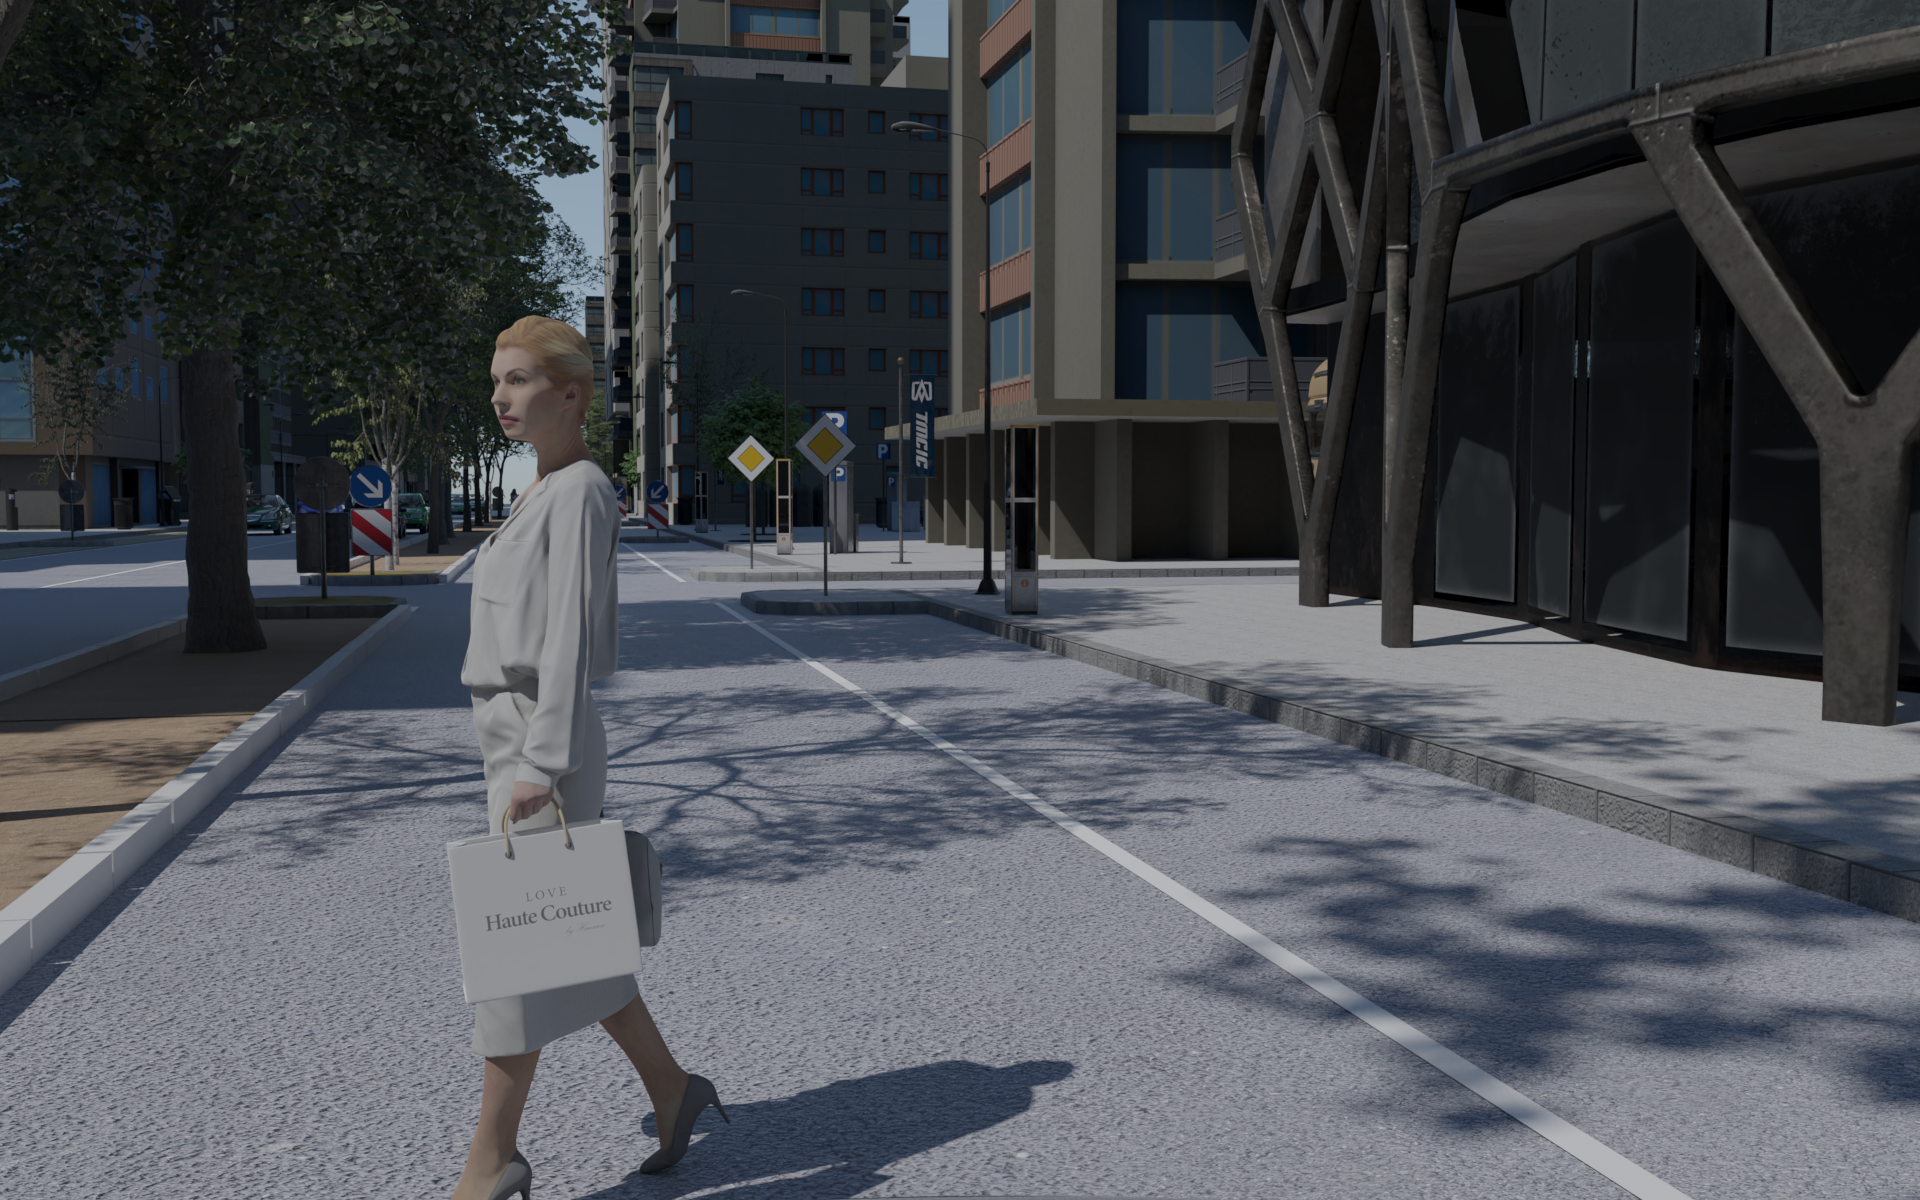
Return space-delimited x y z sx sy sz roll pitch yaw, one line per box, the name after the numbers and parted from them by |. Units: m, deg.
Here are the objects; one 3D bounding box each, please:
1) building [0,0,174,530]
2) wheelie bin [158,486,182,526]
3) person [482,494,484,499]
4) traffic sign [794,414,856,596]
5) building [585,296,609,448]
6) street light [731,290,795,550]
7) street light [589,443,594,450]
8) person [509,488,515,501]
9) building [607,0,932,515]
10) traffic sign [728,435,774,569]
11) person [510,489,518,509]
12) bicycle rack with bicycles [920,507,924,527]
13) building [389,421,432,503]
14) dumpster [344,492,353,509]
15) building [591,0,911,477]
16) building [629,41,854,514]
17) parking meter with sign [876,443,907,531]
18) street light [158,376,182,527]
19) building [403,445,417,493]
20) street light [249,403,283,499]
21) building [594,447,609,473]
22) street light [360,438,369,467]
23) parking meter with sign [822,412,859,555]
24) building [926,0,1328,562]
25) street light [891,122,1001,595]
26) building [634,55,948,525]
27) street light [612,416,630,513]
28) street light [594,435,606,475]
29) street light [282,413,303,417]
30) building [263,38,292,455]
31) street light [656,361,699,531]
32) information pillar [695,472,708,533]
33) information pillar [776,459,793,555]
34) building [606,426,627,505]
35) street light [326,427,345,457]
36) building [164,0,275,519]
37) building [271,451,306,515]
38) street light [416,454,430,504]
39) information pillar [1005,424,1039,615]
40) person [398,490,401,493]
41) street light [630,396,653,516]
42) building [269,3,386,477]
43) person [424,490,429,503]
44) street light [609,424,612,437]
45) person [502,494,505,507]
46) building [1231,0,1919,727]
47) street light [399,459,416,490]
-39.675 -25.473 66.598 14.600 45.320 14.200 -1 4 -13 | building
-31.770 -3.772 69.586 0.693 1.594 0.980 0 4 8 | wheelie bin
-51.335 -10.678 186.352 0.557 1.426 1.065 0 4 -4 | person
-1.695 -1.109 21.771 0.795 2.450 0.064 -1 4 -13 | traffic sign
-47.537 -29.445 253.126 14.160 30.474 14.107 -1 4 -13 | building
-4.515 -4.107 39.684 1.470 5.913 1.316 -1 4 -13 | street light
-32.537 -11.240 156.312 1.470 5.913 1.316 -1 4 -13 | street light
-31.087 -6.870 120.765 0.705 1.831 1.348 -3 4 -37 | person
-16.359 -29.540 137.610 22.147 44.769 28.867 -1 4 -13 | building
-3.560 -1.584 29.536 0.795 2.450 0.064 -1 4 -13 | traffic sign
-26.701 -5.787 103.779 0.621 1.740 0.551 1 4 20 | person
-1.558 -3.427 69.418 2.925 0.926 2.852 -3 4 -38 | bicycle rack with bicycles
-80.825 -34.025 239.907 14.154 41.232 14.086 -1 4 -13 | building
-40.174 -6.460 113.830 1.865 1.857 1.264 -1 4 -13 | dumpster
-20.002 -35.261 165.762 28.713 52.752 27.495 -1 4 -13 | building
-14.920 -21.045 115.780 14.160 30.474 14.107 -1 4 -13 | building
-2.162 -3.903 60.081 0.543 3.016 1.738 2 4 34 | parking meter with sign
-30.691 -5.826 67.800 1.470 5.913 1.316 -1 4 -13 | street light
-70.284 -33.530 198.330 14.600 45.320 14.200 -1 4 -13 | building
-35.740 -7.103 88.675 1.470 5.913 1.316 -1 4 -13 | street light
-37.741 -56.143 230.609 22.319 86.520 31.000 -1 4 -13 | building
-48.571 -10.365 142.009 1.470 5.913 1.316 -1 4 -13 | street light
-2.543 -2.521 37.475 0.543 3.016 1.738 0 4 7 | parking meter with sign
12.925 -23.797 43.707 28.867 44.769 22.147 -1 4 -13 | building
-0.175 -3.019 21.899 1.470 5.913 1.316 -1 4 -13 | street light
-1.866 -14.915 88.901 27.650 21.520 28.899 -1 4 -13 | building
-19.671 -7.964 102.759 1.470 5.913 1.316 -1 4 -13 | street light
-27.580 -9.962 135.415 1.470 5.913 1.316 -1 4 -13 | street light
-38.495 -7.780 99.740 1.470 5.913 1.316 -1 4 -13 | street light
-62.904 -26.560 126.136 32.217 40.220 23.993 -1 4 -13 | building
-9.704 -5.381 60.526 1.470 5.913 1.316 -1 4 -13 | street light
-8.509 -3.214 57.041 0.304 2.012 0.304 3 5 41 | information pillar
-3.697 -1.958 36.503 0.304 2.012 0.304 0 4 3 | information pillar
-33.491 -46.933 205.607 20.563 71.187 20.611 -1 4 -13 | building
-43.489 -9.057 120.628 1.470 5.913 1.316 -1 4 -13 | street light
-44.098 -19.413 89.109 14.160 30.474 14.107 -1 4 -13 | building
-51.810 -40.777 104.954 20.563 71.187 20.611 -1 4 -13 | building
-63.045 -14.062 202.459 1.470 5.913 1.316 -1 4 -13 | street light
0.657 -0.855 18.463 0.304 2.012 0.304 -1 4 -12 | information pillar
-41.877 -7.361 129.644 1.217 1.735 0.721 3 4 36 | person
-14.711 -6.686 81.862 1.470 5.913 1.316 -1 4 -13 | street light
-61.967 -32.166 149.617 21.300 48.544 21.600 -1 4 -13 | building
-39.105 -7.181 126.699 0.721 1.735 1.217 -2 4 -26 | person
-22.470 -8.686 114.555 1.470 5.913 1.316 -1 4 -13 | street light
-52.529 -11.573 198.534 0.721 1.723 1.217 2 4 26 | person
11.670 -9.017 14.874 16.820 18.784 16.811 -1 4 -13 | building
-57.994 -12.746 180.936 1.470 5.913 1.316 -1 4 -13 | street light
